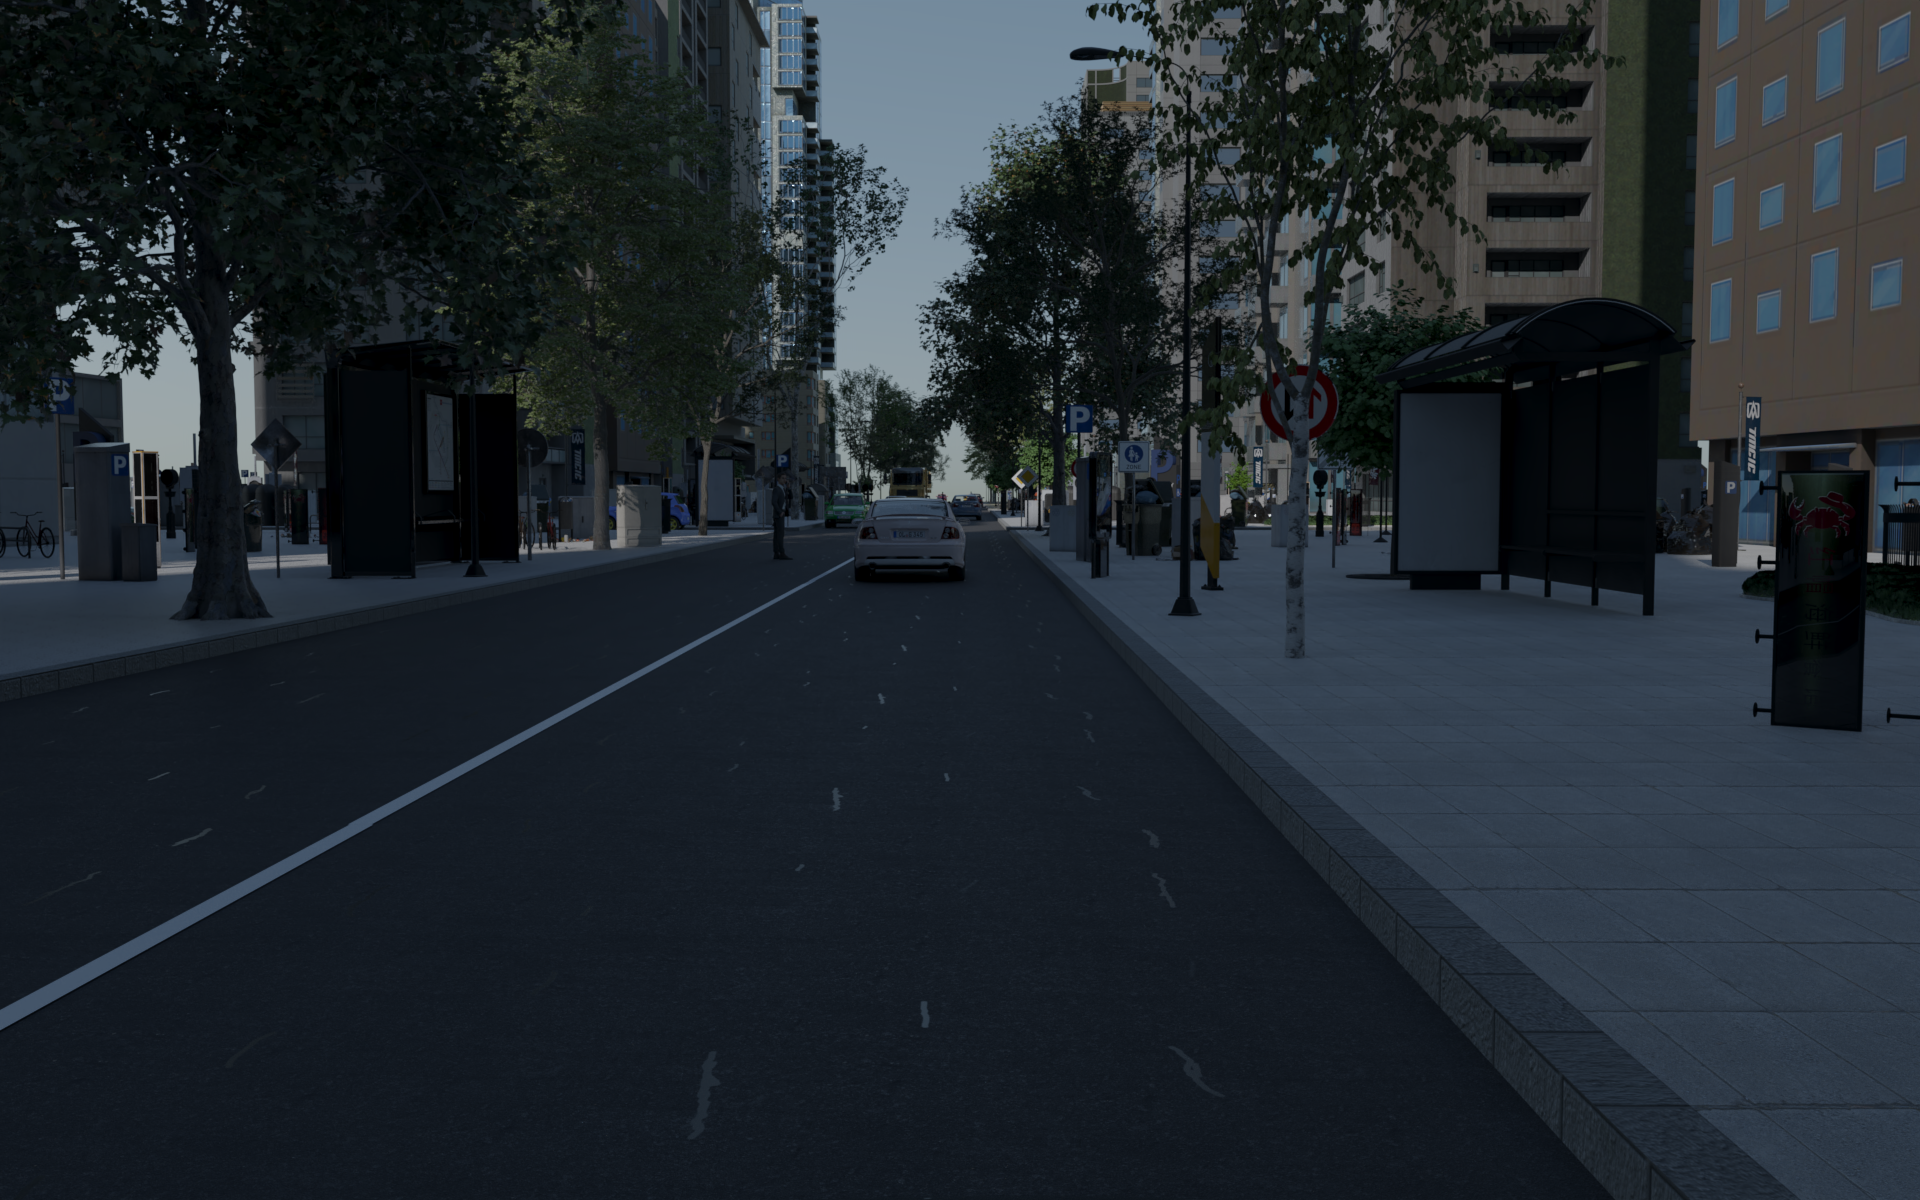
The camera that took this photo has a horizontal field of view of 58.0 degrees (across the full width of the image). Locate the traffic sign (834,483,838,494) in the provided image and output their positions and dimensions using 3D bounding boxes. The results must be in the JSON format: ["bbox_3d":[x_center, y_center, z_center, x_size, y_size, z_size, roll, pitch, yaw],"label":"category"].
[{"bbox_3d":[-9.015,-7.642,125.054,0.768,2.556,0.104,1,4,8],"label":"traffic sign"}]

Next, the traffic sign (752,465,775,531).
[{"bbox_3d":[-6.838,-3.461,60.225,0.795,2.450,0.064,0,4,0],"label":"traffic sign"}]

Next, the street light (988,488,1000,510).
[{"bbox_3d":[2.548,-7.848,100.853,1.470,5.913,1.316,0,4,0],"label":"street light"}]

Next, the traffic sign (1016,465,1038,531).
[{"bbox_3d":[2.356,-3.455,60.135,0.795,2.450,0.064,0,4,0],"label":"traffic sign"}]

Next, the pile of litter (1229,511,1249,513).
[{"bbox_3d":[5.980,-1.627,40.563,1.176,0.858,1.719,1,4,20],"label":"pile of litter"}]

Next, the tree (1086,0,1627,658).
[{"bbox_3d":[2.802,-3.861,13.498,4.737,8.622,4.395,0,3,0],"label":"tree"}]

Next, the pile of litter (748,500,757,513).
[{"bbox_3d":[-13.980,-6.385,118.358,1.719,0.858,1.176,0,4,3],"label":"pile of litter"}]

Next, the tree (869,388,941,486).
[{"bbox_3d":[-6.606,-18.202,204.260,9.857,13.997,8.962,0,3,0],"label":"tree"}]

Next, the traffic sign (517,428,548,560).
[{"bbox_3d":[-8.325,-2.039,33.437,0.768,2.556,0.104,0,4,4],"label":"traffic sign"}]

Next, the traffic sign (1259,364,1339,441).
[{"bbox_3d":[3.325,-1.037,17.065,0.768,2.556,0.104,0,4,5],"label":"traffic sign"}]

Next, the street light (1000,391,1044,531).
[{"bbox_3d":[2.201,-5.325,59.611,1.470,5.913,1.316,0,4,0],"label":"street light"}]

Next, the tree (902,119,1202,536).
[{"bbox_3d":[2.920,-8.287,52.498,9.611,12.733,9.660,0,3,0],"label":"tree"}]

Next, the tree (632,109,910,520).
[{"bbox_3d":[-9.655,-14.131,86.923,12.611,20.169,13.585,0,3,0],"label":"tree"}]

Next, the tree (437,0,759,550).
[{"bbox_3d":[-8.697,-7.442,39.801,7.486,12.596,7.792,0,3,0],"label":"tree"}]

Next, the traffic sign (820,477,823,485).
[{"bbox_3d":[-10.433,-7.805,127.719,0.768,2.556,0.104,1,4,8],"label":"traffic sign"}]

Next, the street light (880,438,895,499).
[{"bbox_3d":[-6.080,-10.522,144.581,1.470,5.913,1.316,0,4,0],"label":"street light"}]

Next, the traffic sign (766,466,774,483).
[{"bbox_3d":[-8.740,-4.824,78.978,0.768,2.556,0.104,0,4,2],"label":"traffic sign"}]

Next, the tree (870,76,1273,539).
[{"bbox_3d":[3.608,-6.396,38.984,7.601,10.594,8.767,2,4,30],"label":"tree"}]

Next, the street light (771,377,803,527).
[{"bbox_3d":[-6.710,-5.840,68.027,1.470,5.913,1.316,0,4,0],"label":"street light"}]

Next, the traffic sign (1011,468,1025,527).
[{"bbox_3d":[2.416,-3.944,68.120,0.795,2.450,0.064,0,4,0],"label":"traffic sign"}]

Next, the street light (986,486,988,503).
[{"bbox_3d":[2.847,-10.418,142.880,1.470,5.913,1.316,0,4,0],"label":"street light"}]

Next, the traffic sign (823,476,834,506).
[{"bbox_3d":[-7.470,-5.885,98.355,0.606,2.300,0.079,0,4,2],"label":"traffic sign"}]

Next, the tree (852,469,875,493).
[{"bbox_3d":[-7.421,-8.284,130.040,1.663,3.219,1.824,0,3,0],"label":"tree"}]

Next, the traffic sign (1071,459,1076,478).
[{"bbox_3d":[4.240,-3.688,60.408,0.768,2.556,0.104,0,4,1],"label":"traffic sign"}]

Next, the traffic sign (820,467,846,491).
[{"bbox_3d":[-9.551,-8.226,128.368,2.265,3.308,0.079,0,4,1],"label":"traffic sign"}]

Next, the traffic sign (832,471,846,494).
[{"bbox_3d":[-6.741,-5.886,96.343,0.768,2.556,0.104,0,4,7],"label":"traffic sign"}]

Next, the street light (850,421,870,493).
[{"bbox_3d":[-6.366,-8.376,109.489,1.470,5.913,1.316,0,4,0],"label":"street light"}]

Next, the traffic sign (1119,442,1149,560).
[{"bbox_3d":[3.367,-1.924,33.585,0.606,2.300,0.079,0,4,7],"label":"traffic sign"}]

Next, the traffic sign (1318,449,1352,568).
[{"bbox_3d":[6.496,-1.708,30.055,0.606,2.300,0.079,0,4,6],"label":"traffic sign"}]

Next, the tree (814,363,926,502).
[{"bbox_3d":[-7.539,-13.036,138.898,9.928,11.665,9.643,0,3,0],"label":"tree"}]

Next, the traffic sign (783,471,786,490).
[{"bbox_3d":[-9.834,-5.943,97.282,0.768,2.556,0.104,0,4,5],"label":"traffic sign"}]

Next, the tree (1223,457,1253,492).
[{"bbox_3d":[14.095,-5.694,87.703,1.663,3.219,1.824,0,3,0],"label":"tree"}]

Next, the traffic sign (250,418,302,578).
[{"bbox_3d":[-10.429,-1.545,26.439,0.795,2.450,0.064,0,4,2],"label":"traffic sign"}]

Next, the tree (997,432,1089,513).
[{"bbox_3d":[3.986,-5.606,75.364,4.285,4.588,4.351,0,3,0],"label":"tree"}]

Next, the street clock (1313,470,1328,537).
[{"bbox_3d":[10.789,-2.894,51.888,0.358,2.002,0.471,-1,4,-23],"label":"street clock"}]

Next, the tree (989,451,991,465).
[{"bbox_3d":[4.936,-15.194,198.783,4.360,8.622,3.978,0,3,0],"label":"tree"}]

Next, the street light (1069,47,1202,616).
[{"bbox_3d":[1.839,-2.791,18.171,1.470,5.913,1.316,0,4,0],"label":"street light"}]

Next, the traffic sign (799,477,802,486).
[{"bbox_3d":[-11.419,-7.398,121.055,0.768,2.556,0.104,1,4,10],"label":"traffic sign"}]

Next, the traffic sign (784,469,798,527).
[{"bbox_3d":[-6.778,-3.949,68.209,0.795,2.450,0.064,0,4,0],"label":"traffic sign"}]

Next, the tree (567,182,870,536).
[{"bbox_3d":[-7.842,-7.226,52.557,8.767,10.594,7.601,-1,4,-14],"label":"tree"}]

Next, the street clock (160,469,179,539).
[{"bbox_3d":[-22.740,-2.771,49.870,0.471,2.002,0.358,1,4,19],"label":"street clock"}]

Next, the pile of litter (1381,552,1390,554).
[{"bbox_3d":[9.856,-1.433,37.392,1.719,0.858,1.176,-1,4,-11],"label":"pile of litter"}]

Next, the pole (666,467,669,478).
[{"bbox_3d":[-22.361,-8.472,132.353,0.158,3.312,0.155,0,3,0],"label":"pole"}]

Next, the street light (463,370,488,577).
[{"bbox_3d":[-6.977,-3.312,26.684,1.470,5.913,1.316,0,4,0],"label":"street light"}]

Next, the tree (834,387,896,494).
[{"bbox_3d":[-6.701,-10.232,117.655,4.360,8.622,3.978,0,3,0],"label":"tree"}]

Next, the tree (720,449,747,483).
[{"bbox_3d":[-17.142,-8.666,125.396,4.285,4.588,4.351,0,3,0],"label":"tree"}]

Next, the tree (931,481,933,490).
[{"bbox_3d":[-6.194,-18.992,294.233,4.285,4.588,4.351,0,3,0],"label":"tree"}]

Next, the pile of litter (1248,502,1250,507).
[{"bbox_3d":[17.891,-5.765,108.229,1.719,0.858,1.176,1,4,18],"label":"pile of litter"}]

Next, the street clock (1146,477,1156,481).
[{"bbox_3d":[8.117,-4.233,73.785,0.471,2.002,0.358,2,4,23],"label":"street clock"}]

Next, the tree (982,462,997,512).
[{"bbox_3d":[4.290,-8.318,119.707,4.285,4.588,4.351,0,3,0],"label":"tree"}]

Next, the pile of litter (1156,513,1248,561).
[{"bbox_3d":[4.604,-1.204,33.649,1.719,0.858,1.176,0,4,2],"label":"pile of litter"}]

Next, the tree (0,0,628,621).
[{"bbox_3d":[-7.767,-6.164,17.791,9.611,12.733,9.660,0,3,0],"label":"tree"}]

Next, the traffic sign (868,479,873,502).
[{"bbox_3d":[-7.084,-8.180,133.852,0.768,2.556,0.104,1,4,9],"label":"traffic sign"}]
